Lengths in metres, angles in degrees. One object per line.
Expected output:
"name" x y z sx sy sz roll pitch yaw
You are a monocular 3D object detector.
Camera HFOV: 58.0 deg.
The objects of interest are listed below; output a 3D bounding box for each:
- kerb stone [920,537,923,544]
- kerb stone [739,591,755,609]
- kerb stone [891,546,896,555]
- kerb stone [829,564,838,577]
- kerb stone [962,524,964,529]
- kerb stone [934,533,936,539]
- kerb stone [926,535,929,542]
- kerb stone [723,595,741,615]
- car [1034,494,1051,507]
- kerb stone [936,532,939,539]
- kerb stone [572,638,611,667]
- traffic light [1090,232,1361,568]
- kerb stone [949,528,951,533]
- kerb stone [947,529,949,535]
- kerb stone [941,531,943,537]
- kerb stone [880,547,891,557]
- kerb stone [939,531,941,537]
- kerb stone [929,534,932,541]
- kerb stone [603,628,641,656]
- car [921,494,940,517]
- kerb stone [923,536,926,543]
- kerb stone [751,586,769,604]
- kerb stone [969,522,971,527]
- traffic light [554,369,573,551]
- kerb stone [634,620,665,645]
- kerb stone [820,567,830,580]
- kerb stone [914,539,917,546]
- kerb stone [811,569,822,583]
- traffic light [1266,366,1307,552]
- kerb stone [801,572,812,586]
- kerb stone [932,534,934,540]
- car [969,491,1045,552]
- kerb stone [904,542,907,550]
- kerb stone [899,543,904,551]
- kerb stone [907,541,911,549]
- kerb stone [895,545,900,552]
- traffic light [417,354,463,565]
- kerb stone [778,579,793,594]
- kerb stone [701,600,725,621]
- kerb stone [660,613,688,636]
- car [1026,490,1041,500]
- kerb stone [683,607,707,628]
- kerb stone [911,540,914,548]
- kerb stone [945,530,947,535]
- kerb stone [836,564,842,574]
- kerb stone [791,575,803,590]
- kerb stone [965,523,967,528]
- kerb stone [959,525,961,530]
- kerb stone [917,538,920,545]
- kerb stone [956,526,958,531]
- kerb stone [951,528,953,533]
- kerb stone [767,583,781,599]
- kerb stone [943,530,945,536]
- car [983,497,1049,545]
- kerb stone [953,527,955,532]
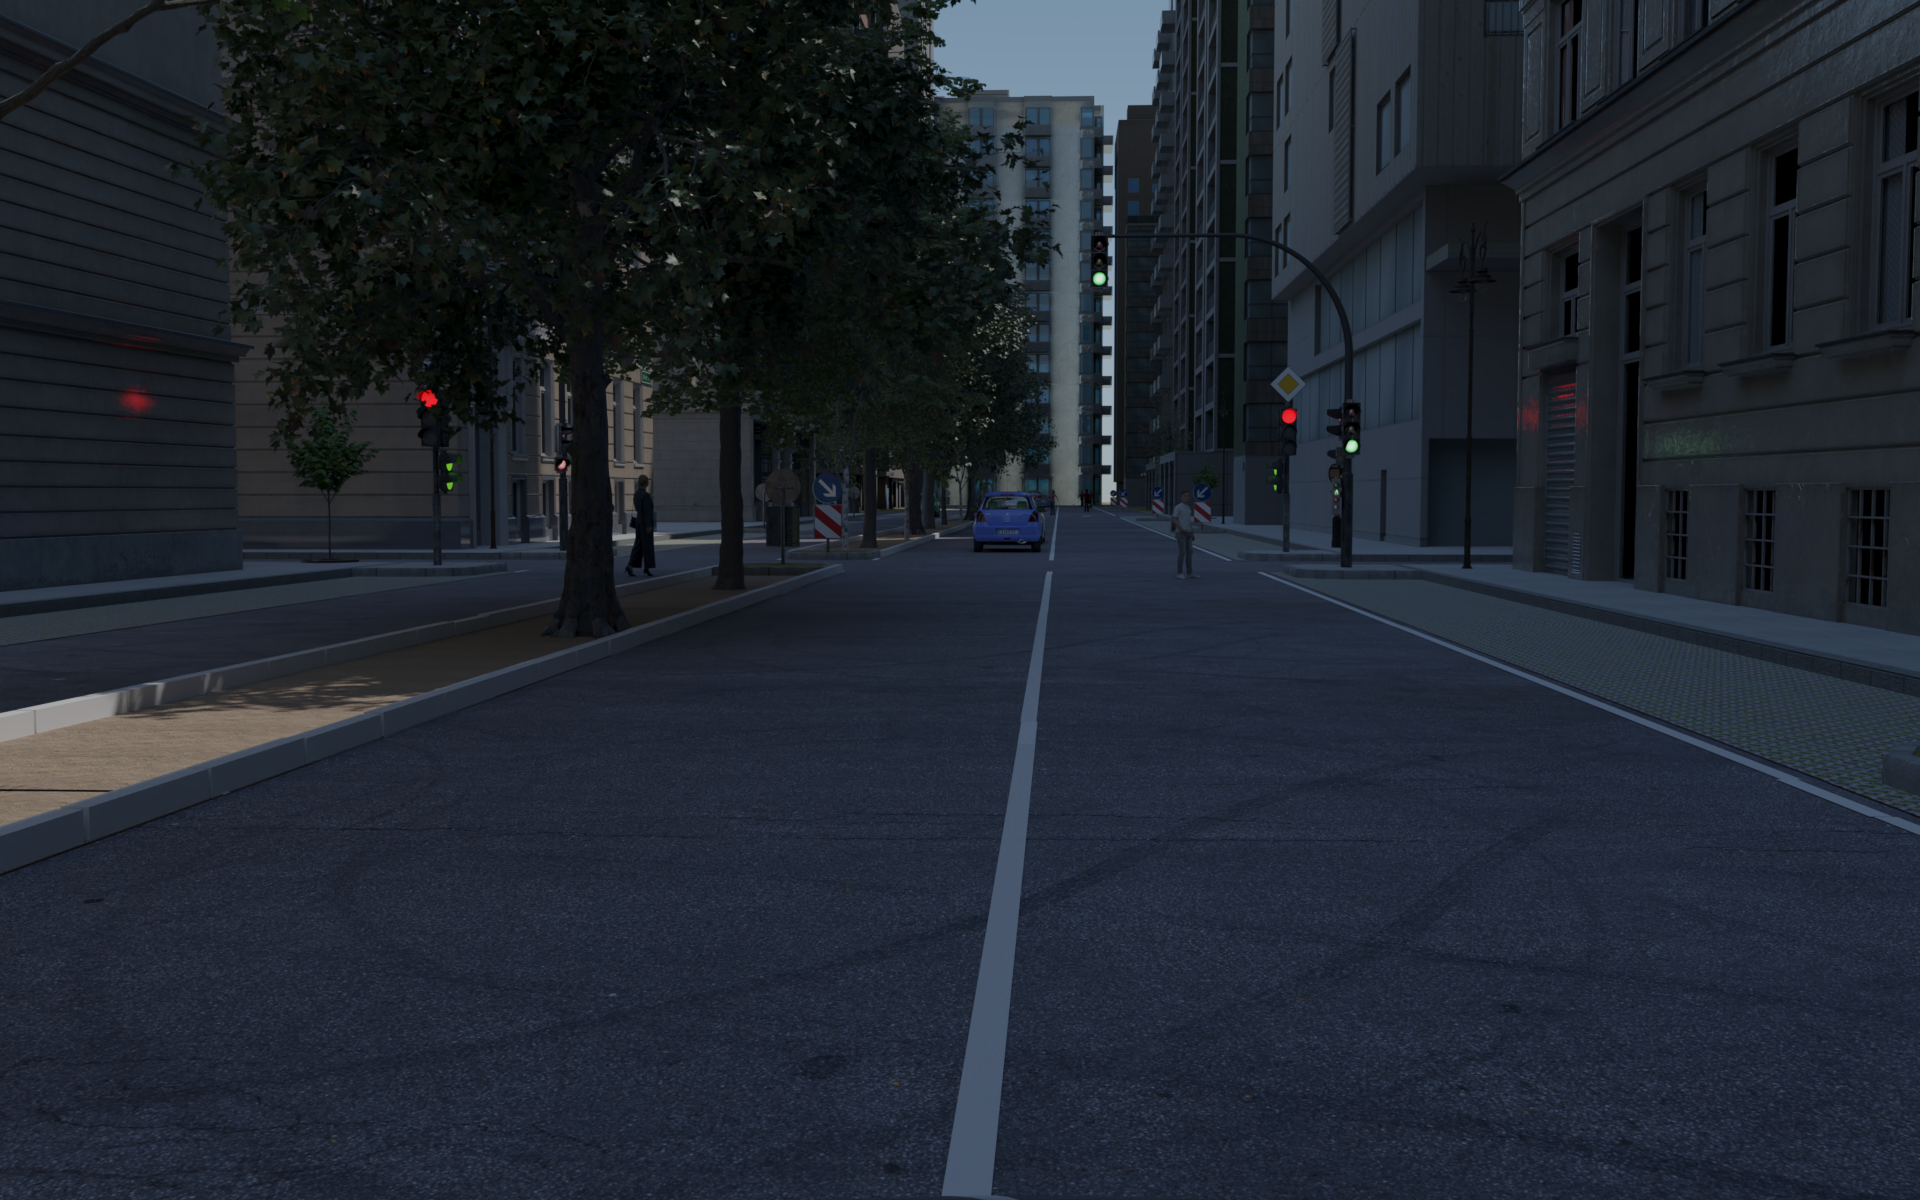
"kerb stone" -1.211 -1.644 49.071 0.120 0.150 1.000 0 4 3
"kerb stone" -2.773 0.017 21.951 0.120 0.150 1.000 0 4 3
"kerb stone" -1.682 -1.143 40.886 0.120 0.150 1.000 0 4 3
"kerb stone" -2.297 -0.486 30.144 0.120 0.150 1.000 0 4 3
"kerb stone" -0.025 -2.896 69.546 0.120 0.150 1.000 0 4 3
"kerb stone" -0.920 -1.957 54.199 0.120 0.150 1.000 0 4 3
"kerb stone" -1.094 -1.769 51.126 0.120 0.150 1.000 0 4 3
"kerb stone" -2.828 0.079 20.931 0.120 0.150 1.000 0 4 3
"car" 7.979 -9.320 164.379 2.014 1.417 4.499 0 4 3
"kerb stone" -0.854 -2.020 55.219 0.120 0.150 1.000 0 4 3
"kerb stone" -3.186 0.460 14.779 0.120 0.150 1.000 0 4 3
"traffic light" 4.638 -3.395 30.184 4.771 5.953 1.251 0 4 3
"kerb stone" -0.499 -2.396 61.363 0.120 0.150 1.000 0 4 3
"kerb stone" -0.554 -2.327 60.341 0.120 0.150 1.000 0 4 3
"kerb stone" -0.735 -2.145 57.271 0.120 0.150 1.000 0 4 3
"kerb stone" -1.748 -1.080 39.852 0.120 0.150 1.000 0 4 3
"kerb stone" -0.793 -2.081 56.249 0.120 0.150 1.000 0 4 3
"kerb stone" -1.030 -1.832 52.146 0.120 0.150 1.000 0 4 3
"kerb stone" -3.119 0.394 15.805 0.120 0.150 1.000 0 4 3
"car" -2.178 -6.032 107.425 1.959 1.807 4.718 0 4 2
"kerb stone" -1.150 -1.707 50.103 0.120 0.150 1.000 0 4 3
"kerb stone" -2.717 -0.048 22.973 0.120 0.150 1.000 0 4 3
"kerb stone" 0.266 -3.209 74.666 0.120 0.150 1.000 0 4 3
"traffic light" -6.851 -3.935 39.003 4.771 5.953 1.251 0 4 3
"kerb stone" -3.066 0.328 16.831 0.120 0.150 1.000 0 4 3
"kerb stone" -2.359 -0.423 29.119 0.120 0.150 1.000 0 4 3
"kerb stone" -1.341 -1.518 47.013 0.120 0.150 1.000 0 4 3
"kerb stone" -2.416 -0.361 28.099 0.120 0.150 1.000 0 4 3
"traffic light" 7.191 -3.013 38.177 0.839 4.253 0.868 0 4 3
"kerb stone" -2.480 -0.298 27.071 0.120 0.150 1.000 0 4 3
"kerb stone" -0.978 -1.893 53.173 0.120 0.150 1.000 0 4 3
"car" 1.197 -2.097 43.874 1.945 1.707 3.694 0 4 1
"kerb stone" -1.504 -1.330 43.948 0.120 0.150 1.000 0 4 3
"kerb stone" -1.566 -1.268 42.928 0.120 0.150 1.000 0 4 3
"kerb stone" -1.450 -1.393 44.969 0.120 0.150 1.000 0 4 3
"kerb stone" -1.626 -1.203 41.907 0.120 0.150 1.000 0 4 3
"traffic light" -9.404 -2.581 31.116 0.839 4.253 0.868 0 4 3
"kerb stone" -2.590 -0.173 25.030 0.120 0.150 1.000 0 4 3
"kerb stone" -2.891 0.140 19.903 0.120 0.150 1.000 0 4 3
"kerb stone" -3.003 0.265 17.857 0.120 0.150 1.000 0 4 3
"car" 7.694 -10.558 181.299 2.281 1.827 5.304 0 4 2
"kerb stone" -2.950 0.207 18.883 0.120 0.150 1.000 0 4 3
"kerb stone" -1.386 -1.455 45.992 0.120 0.150 1.000 0 4 3
"kerb stone" -0.619 -2.270 59.320 0.120 0.150 1.000 0 4 3
"kerb stone" -2.238 -0.547 31.169 0.120 0.150 1.000 0 4 3
"kerb stone" -2.533 -0.234 26.050 0.120 0.150 1.000 0 4 3
"kerb stone" 0.088 -3.021 71.587 0.120 0.150 1.000 0 4 3
"kerb stone" -0.149 -2.771 67.498 0.120 0.150 1.000 0 4 3
"kerb stone" -1.272 -1.581 48.040 0.120 0.150 1.000 0 4 3
"kerb stone" -0.262 -2.646 65.456 0.120 0.150 1.000 0 4 3
"kerb stone" -0.450 -2.457 62.394 0.120 0.150 1.000 0 4 3
"kerb stone" -2.656 -0.105 23.999 0.120 0.150 1.000 0 4 3
"kerb stone" -0.682 -2.208 58.292 0.120 0.150 1.000 0 4 3
"car" 1.538 -2.339 50.612 2.083 1.381 4.827 0 4 4
"kerb stone" -0.382 -2.521 63.413 0.120 0.150 1.000 0 4 3
